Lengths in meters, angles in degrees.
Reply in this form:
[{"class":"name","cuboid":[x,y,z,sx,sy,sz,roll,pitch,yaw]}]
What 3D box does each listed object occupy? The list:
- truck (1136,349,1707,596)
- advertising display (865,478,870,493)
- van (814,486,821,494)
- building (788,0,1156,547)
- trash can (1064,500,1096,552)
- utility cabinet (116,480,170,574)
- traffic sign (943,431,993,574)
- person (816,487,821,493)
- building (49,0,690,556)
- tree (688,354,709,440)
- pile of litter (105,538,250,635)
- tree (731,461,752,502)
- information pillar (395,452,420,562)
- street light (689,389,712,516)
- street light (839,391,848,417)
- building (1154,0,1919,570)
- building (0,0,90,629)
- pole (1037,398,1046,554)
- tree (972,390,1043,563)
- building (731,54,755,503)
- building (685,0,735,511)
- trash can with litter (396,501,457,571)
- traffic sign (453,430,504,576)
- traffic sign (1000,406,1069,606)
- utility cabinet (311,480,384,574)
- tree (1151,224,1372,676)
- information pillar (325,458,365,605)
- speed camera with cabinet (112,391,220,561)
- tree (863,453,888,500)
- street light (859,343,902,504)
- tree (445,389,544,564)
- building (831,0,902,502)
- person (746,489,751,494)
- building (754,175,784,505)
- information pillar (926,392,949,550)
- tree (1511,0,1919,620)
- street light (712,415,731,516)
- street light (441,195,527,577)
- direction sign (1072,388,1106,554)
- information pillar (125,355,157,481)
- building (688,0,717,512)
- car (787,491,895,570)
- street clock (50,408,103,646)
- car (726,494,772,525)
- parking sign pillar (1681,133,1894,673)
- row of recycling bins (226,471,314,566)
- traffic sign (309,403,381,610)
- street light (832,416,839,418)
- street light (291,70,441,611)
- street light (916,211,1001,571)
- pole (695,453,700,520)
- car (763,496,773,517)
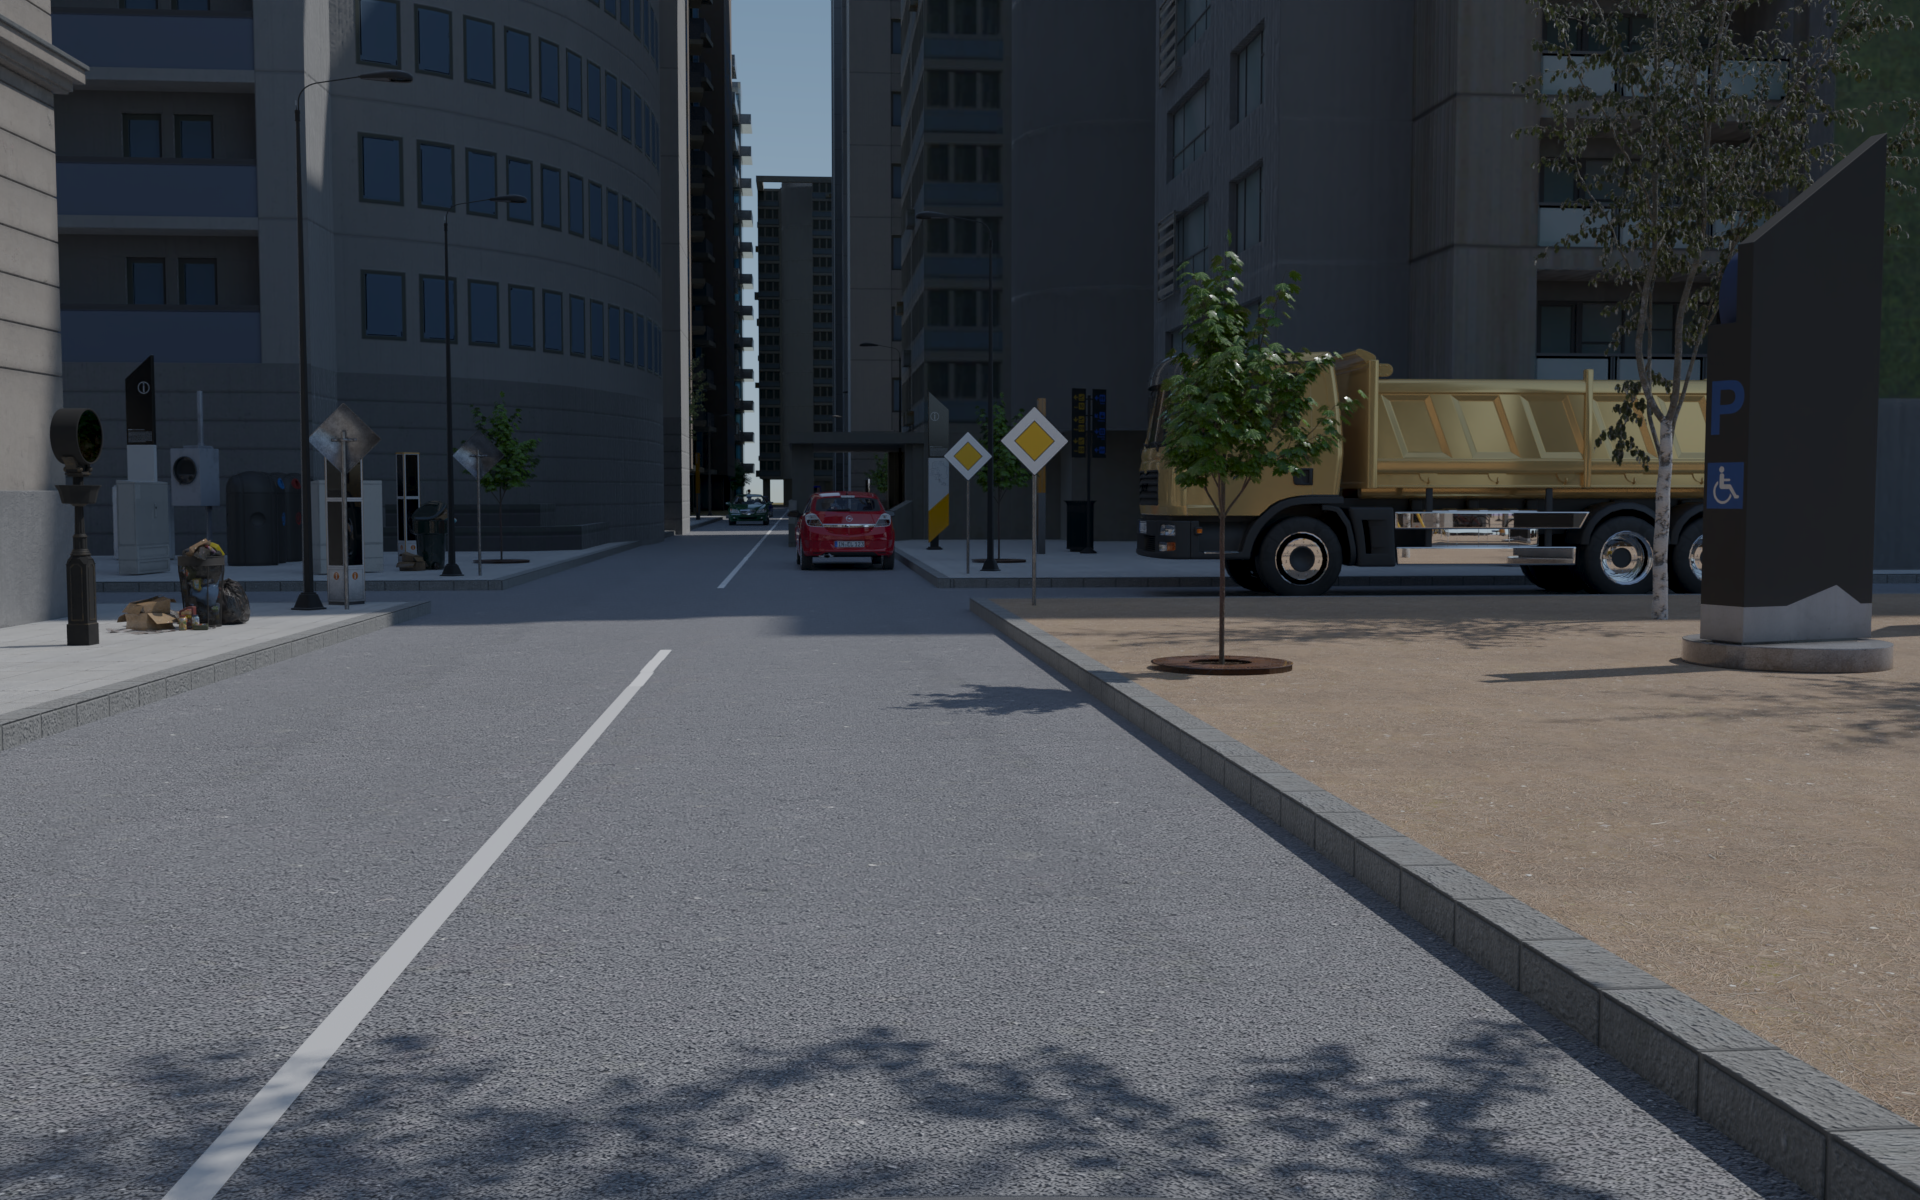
[{"class":"truck","cuboid":[6.631,-1.752,24.565,9.791,3.379,3.469,0,4,-4]},{"class":"advertising display","cuboid":[-3.635,-3.855,68.251,0.123,1.923,0.974,0,4,1]},{"class":"van","cuboid":[-11.510,-7.799,131.892,2.240,2.365,5.245,0,4,-7]},{"class":"building","cuboid":[10.782,-22.142,53.911,32.217,40.220,23.993,0,4,-5]},{"class":"trash can","cuboid":[2.670,-1.641,38.476,0.748,1.137,0.748,0,3,0]},{"class":"utility cabinet","cuboid":[-13.067,-1.167,27.752,0.318,1.500,1.173,0,4,-1]},{"class":"traffic sign","cuboid":[0.126,-1.479,27.824,0.795,2.450,0.064,0,4,-5]},{"class":"person","cuboid":[-7.863,-5.340,95.912,0.694,1.812,0.767,1,4,12]},{"class":"building","cuboid":[-19.285,-30.956,48.123,21.231,58.520,28.212,0,4,-5]},{"class":"tree","cuboid":[-12.737,-7.474,72.555,4.737,8.622,4.395,0,3,0]},{"class":"pile of litter","cuboid":[-7.554,-0.166,16.673,1.176,0.858,1.719,1,4,20]},{"class":"tree","cuboid":[-19.972,-10.263,151.507,4.285,4.588,4.351,0,3,0]},{"class":"information pillar","cuboid":[-9.781,-1.604,30.721,0.304,2.012,0.304,-3,5,-44]},{"class":"street light","cuboid":[-11.875,-6.362,76.559,1.470,5.913,1.316,0,4,-5]},{"class":"street light","cuboid":[-4.578,-6.448,77.967,1.470,5.913,1.316,0,4,-5]},{"class":"building","cuboid":[12.145,-21.473,34.686,14.086,41.232,14.154,0,4,-5]},{"class":"building","cuboid":[-19.840,-13.639,10.383,23.554,28.519,14.401,0,4,-5]},{"class":"pole","cuboid":[1.730,-2.633,36.886,0.158,3.312,0.155,0,3,0]},{"class":"tree","cuboid":[0.751,-2.309,32.360,1.663,3.219,1.824,0,3,0]},{"class":"building","cuboid":[-38.538,-35.171,194.650,30.456,49.044,23.786,0,4,-5]},{"class":"building","cuboid":[-25.110,-29.745,136.448,14.600,45.320,14.200,0,4,-5]},{"class":"trash can with litter","cuboid":[-8.997,-1.086,29.148,0.624,1.170,1.055,1,4,15]},{"class":"traffic sign","cuboid":[-7.539,-1.438,27.150,0.795,2.450,0.064,0,4,-5]},{"class":"traffic sign","cuboid":[0.849,-0.993,19.871,0.795,2.450,0.064,0,4,-5]},{"class":"utility cabinet","cuboid":[-9.900,-1.176,27.914,0.318,1.500,1.173,2,4,35]},{"class":"tree","cuboid":[1.864,-1.096,12.526,1.663,3.219,1.824,0,3,0]},{"class":"information pillar","cuboid":[-7.131,-0.953,20.074,0.304,2.012,0.304,2,4,27]},{"class":"speed camera with cabinet","cuboid":[-15.284,-2.383,33.296,2.038,3.252,0.660,1,4,16]},{"class":"tree","cuboid":[-2.933,-4.660,70.795,1.663,3.219,1.824,0,3,0]},{"class":"street light","cuboid":[-2.384,-4.940,53.317,1.470,5.913,1.316,0,4,-5]},{"class":"tree","cuboid":[-8.473,-2.296,32.138,1.663,3.219,1.824,0,3,0]},{"class":"building","cuboid":[-1.661,-38.071,164.455,21.231,58.520,28.212,0,4,-5]},{"class":"person","cuboid":[-12.535,-5.774,103.693,0.721,1.735,1.217,-1,4,-14]},{"class":"building","cuboid":[-11.650,-31.151,201.196,23.993,40.220,32.217,0,4,-5]},{"class":"information pillar","cuboid":[-0.507,-2.961,39.770,0.504,3.616,0.183,-1,4,-14]},{"class":"tree","cuboid":[7.400,-4.111,17.584,4.360,8.622,3.978,0,3,0]},{"class":"street light","cuboid":[-14.087,-7.870,101.208,1.470,5.913,1.316,0,4,-5]},{"class":"street light","cuboid":[-7.414,-3.330,26.979,1.470,5.913,1.316,0,4,-5]},{"class":"direction sign","cuboid":[2.775,-2.771,37.305,0.876,3.537,0.379,-2,4,-30]},{"class":"information pillar","cuboid":[-13.776,-2.315,29.202,0.504,3.616,0.183,0,4,4]},{"class":"building","cuboid":[-27.796,-28.135,114.640,22.147,44.769,28.867,0,4,-5]},{"class":"car","cuboid":[-2.311,-1.537,34.168,2.155,1.783,4.494,0,4,-7]},{"class":"street clock","cuboid":[-7.456,-0.618,14.668,0.358,2.002,0.471,0,4,-1]},{"class":"car","cuboid":[-9.832,-4.222,80.820,2.131,1.459,4.920,0,4,-5]},{"class":"parking sign pillar","cuboid":[6.236,-1.499,12.974,1.447,3.967,1.447,-1,4,-22]},{"class":"row of recycling bins","cuboid":[-12.884,-1.547,32.412,1.069,1.692,3.534,0,4,-6]},{"class":"traffic sign","cuboid":[-6.816,-0.951,19.197,0.795,2.450,0.064,0,4,-5]},{"class":"street light","cuboid":[-6.874,-7.955,102.609,1.470,5.913,1.316,0,4,-5]},{"class":"street light","cuboid":[-6.691,-2.847,19.093,1.470,5.913,1.316,0,4,-5]},{"class":"street light","cuboid":[-0.032,-3.434,28.681,1.470,5.913,1.316,0,4,-5]},{"class":"pole","cuboid":[-13.005,-5.631,85.913,0.158,3.312,0.155,0,3,0]},{"class":"car","cuboid":[-12.574,-5.831,107.919,1.945,1.354,3.894,0,4,-3]}]
